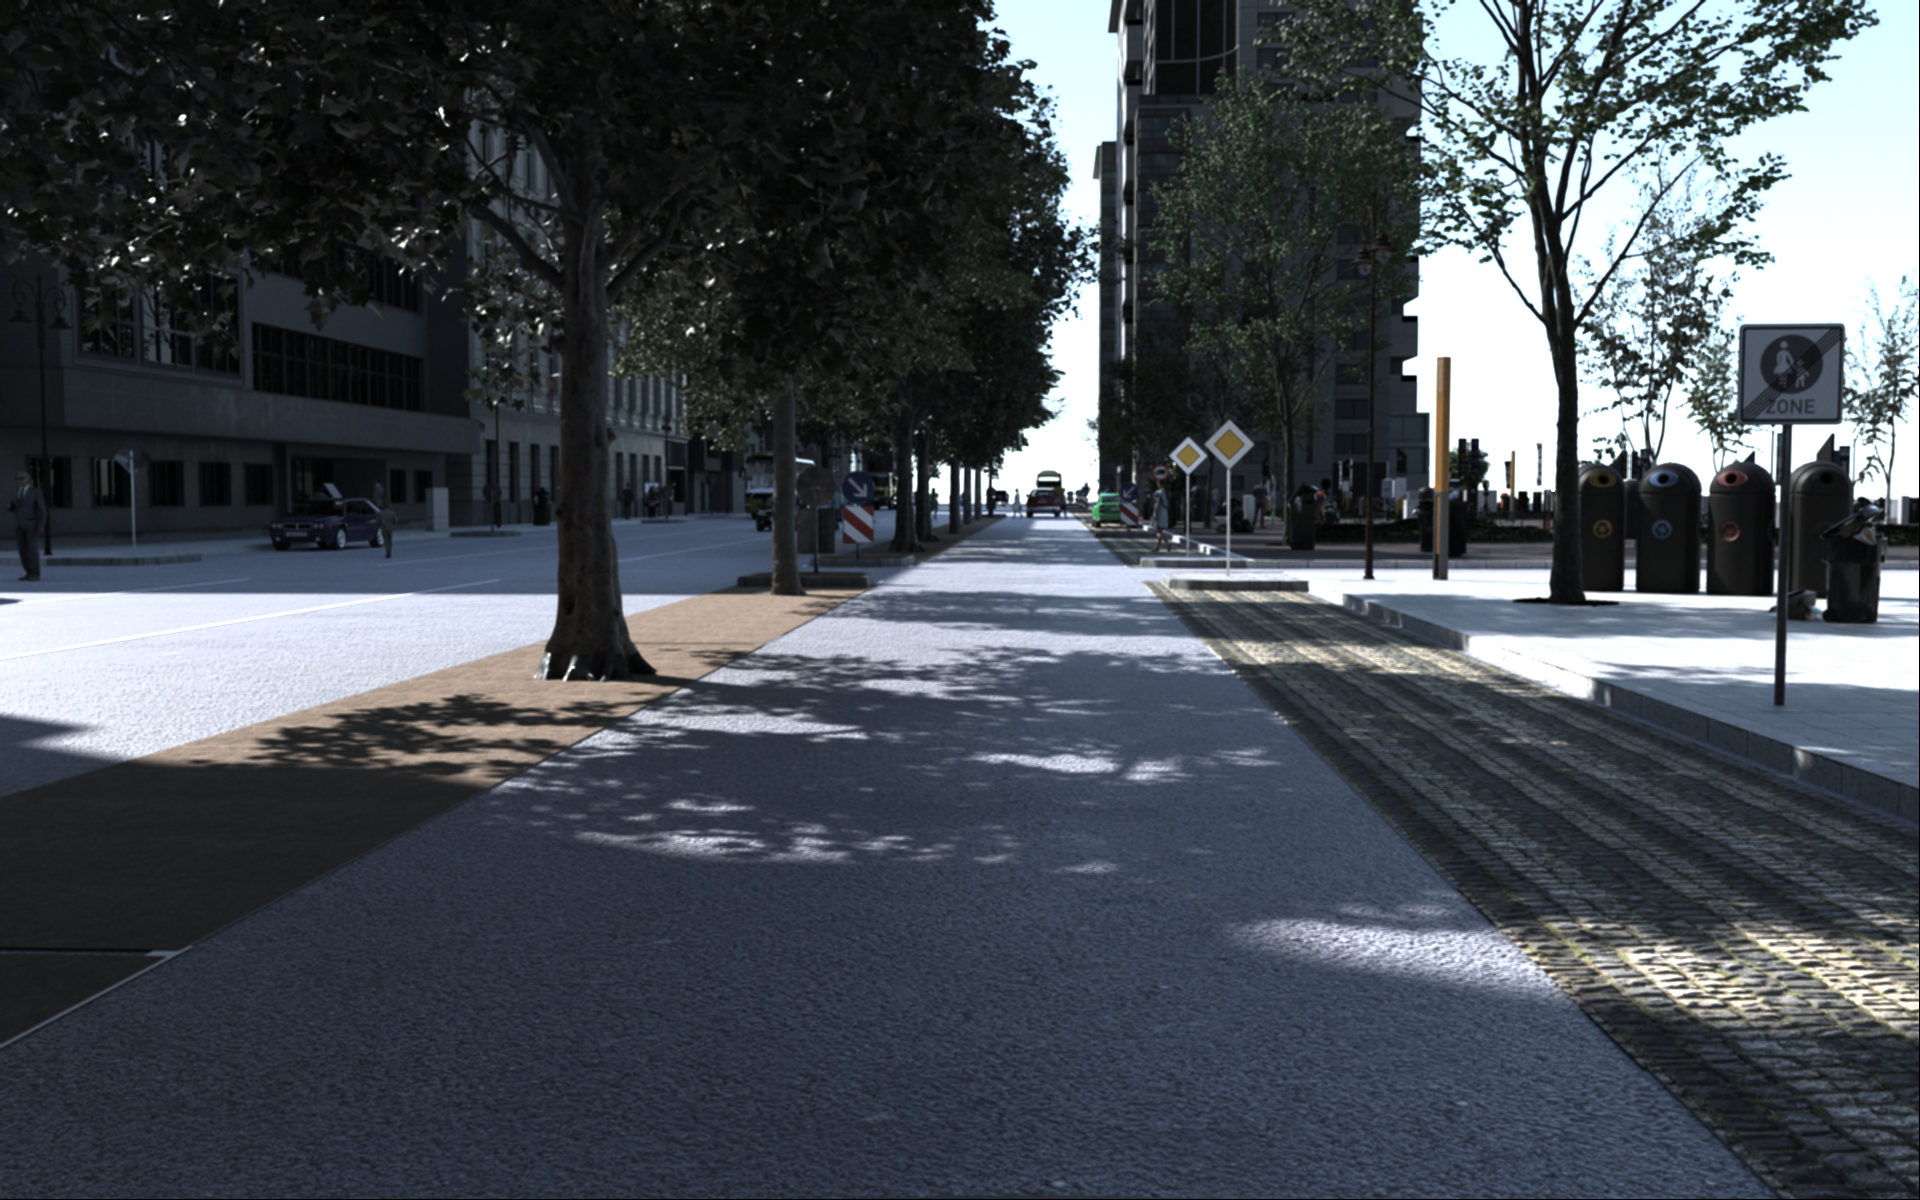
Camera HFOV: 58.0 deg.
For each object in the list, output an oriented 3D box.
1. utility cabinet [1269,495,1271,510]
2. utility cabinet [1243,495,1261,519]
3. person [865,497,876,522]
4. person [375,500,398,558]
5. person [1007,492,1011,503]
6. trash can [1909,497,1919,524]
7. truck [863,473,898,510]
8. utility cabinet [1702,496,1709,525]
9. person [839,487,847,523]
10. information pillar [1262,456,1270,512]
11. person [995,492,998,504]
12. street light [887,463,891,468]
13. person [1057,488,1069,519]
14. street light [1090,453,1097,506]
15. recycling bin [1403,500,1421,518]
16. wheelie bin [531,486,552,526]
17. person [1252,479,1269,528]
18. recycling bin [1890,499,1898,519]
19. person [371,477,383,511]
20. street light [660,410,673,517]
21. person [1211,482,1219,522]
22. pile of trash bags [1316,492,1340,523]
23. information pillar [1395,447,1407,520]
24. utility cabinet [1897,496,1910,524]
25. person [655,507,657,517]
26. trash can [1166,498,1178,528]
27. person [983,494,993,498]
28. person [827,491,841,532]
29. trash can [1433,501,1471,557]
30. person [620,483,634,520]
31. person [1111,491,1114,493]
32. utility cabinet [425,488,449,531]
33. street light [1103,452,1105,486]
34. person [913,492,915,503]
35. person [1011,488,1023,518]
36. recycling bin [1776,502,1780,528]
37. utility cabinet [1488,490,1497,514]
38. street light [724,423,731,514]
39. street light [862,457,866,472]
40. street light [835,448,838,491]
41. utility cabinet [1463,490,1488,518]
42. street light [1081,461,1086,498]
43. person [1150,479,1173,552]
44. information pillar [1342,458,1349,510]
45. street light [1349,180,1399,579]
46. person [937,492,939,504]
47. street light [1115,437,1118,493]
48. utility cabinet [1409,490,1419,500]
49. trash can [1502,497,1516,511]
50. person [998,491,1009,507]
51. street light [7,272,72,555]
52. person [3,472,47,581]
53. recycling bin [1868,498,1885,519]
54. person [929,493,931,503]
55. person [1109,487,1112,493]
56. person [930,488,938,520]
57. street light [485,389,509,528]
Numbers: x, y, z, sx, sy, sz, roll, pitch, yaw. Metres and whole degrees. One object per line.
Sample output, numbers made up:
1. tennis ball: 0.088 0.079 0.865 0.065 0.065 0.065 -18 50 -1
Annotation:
1. utility cabinet: 18.568 -5.817 106.269 0.306 1.237 1.020 -3 5 -43
2. utility cabinet: 14.862 -4.721 88.347 1.020 1.237 0.306 -3 5 -43
3. person: -4.613 -4.921 88.320 0.474 1.900 0.648 -3 5 -43
4. person: -12.902 -1.602 38.960 0.475 1.303 0.640 -2 4 -32
5. person: 7.485 -15.785 267.294 0.721 1.735 1.217 3 5 42
6. trash can: 41.490 -3.890 75.256 0.748 1.137 0.748 0 3 0
7. truck: -7.183 -9.916 158.043 3.469 3.379 9.791 0 4 4
8. utility cabinet: 31.274 -3.767 72.759 0.306 1.237 1.020 1 4 16
9. person: -5.993 -4.721 86.175 0.782 1.767 0.515 0 4 -5
10. information pillar: 18.171 -6.819 102.842 0.183 3.616 0.504 -3 5 -44
11. person: 5.067 -14.160 240.734 1.217 1.735 0.721 -1 4 -23
12. street light: -9.277 -15.493 226.104 0.468 5.910 1.993 0 4 3
13. person: 5.939 -5.600 100.240 0.728 1.800 0.709 0 4 -8
14. street light: 14.490 -13.028 185.793 0.468 5.910 1.993 0 4 3
15. recycling bin: 20.219 -3.960 77.302 0.722 1.027 0.722 0 4 2
16. wheelie bin: -17.029 -3.834 70.595 0.693 1.594 0.980 0 4 4
17. person: 11.299 -3.634 65.263 0.655 1.846 0.447 1 4 23
18. recycling bin: 47.746 -4.614 87.998 0.722 1.027 0.722 -2 4 -32
19. person: -18.353 -2.943 54.350 0.473 1.802 0.592 2 4 25
20. street light: -16.144 -7.498 95.381 0.468 5.910 1.993 0 4 3
21. person: 11.444 -4.429 78.474 0.555 1.821 0.388 -1 4 -11
22. pile of trash bags: 12.209 -3.042 59.489 1.912 1.369 3.447 1 4 16
23. information pillar: 21.973 -5.806 86.285 0.504 3.616 0.183 1 4 9
24. utility cabinet: 40.037 -3.812 73.487 0.306 1.237 1.020 1 4 20
25. person: -16.823 -5.437 95.277 0.599 1.781 0.374 0 4 -2
26. trash can: 7.936 -3.322 65.969 0.748 1.137 0.748 0 3 0
27. person: 3.823 -14.032 238.060 1.348 1.807 0.705 1 4 21
28. person: -4.750 -3.519 66.053 0.620 1.820 0.660 2 4 31
29. trash can: 10.068 -1.458 35.491 0.748 1.137 0.748 0 3 0
30. person: -16.760 -4.981 87.262 0.659 1.850 0.755 0 4 -5
31. person: 13.047 -8.831 150.457 1.348 1.821 0.705 2 4 33
32. utility cabinet: -18.185 -3.151 60.195 0.318 1.500 1.173 1 4 9
33. street light: 13.003 -11.237 156.520 0.468 5.910 1.993 0 4 3
34. person: -6.449 -14.128 240.434 0.436 1.711 0.756 1 4 20
35. person: 3.363 -5.670 101.559 0.624 1.780 0.694 3 4 36
36. recycling bin: 25.560 -2.538 54.055 0.722 1.027 0.722 -3 4 -38
37. utility cabinet: 28.409 -5.197 93.656 1.173 1.500 0.318 0 4 4
38. street light: -15.157 -8.555 112.668 0.468 5.910 1.993 0 4 3
39. street light: -10.828 -13.691 196.642 0.468 5.910 1.993 0 4 3
40. street light: -12.218 -12.169 171.757 0.468 5.910 1.993 0 4 3
41. utility cabinet: 27.033 -5.041 91.091 1.173 1.500 0.318 -1 4 -21
42. street light: 17.257 -16.265 238.721 0.468 5.910 1.993 0 4 3
43. person: 5.050 -2.103 42.986 0.616 1.811 0.778 -2 4 -32
44. information pillar: 24.373 -7.207 109.185 0.504 3.616 0.183 2 4 24
45. street light: 6.163 -3.250 25.929 0.468 5.910 1.993 0 4 3
46. person: -3.273 -14.573 247.447 0.721 1.739 1.217 1 4 22
47. street light: 11.499 -9.447 127.248 0.468 5.910 1.993 0 4 3
48. utility cabinet: 26.076 -5.468 98.079 1.173 1.500 0.318 2 4 35
49. trash can: 27.893 -4.668 87.983 0.748 1.137 0.748 0 3 0
50. person: 4.817 -11.230 192.130 1.348 1.822 0.705 1 4 20
51. street light: -19.164 -3.879 36.216 0.468 5.910 1.993 0 4 3
52. person: -15.486 -1.222 28.652 0.661 1.801 0.590 0 4 3
53. recycling bin: 47.327 -4.695 89.322 0.722 1.027 0.722 -1 4 -13
54. person: -1.748 -4.853 88.040 0.606 1.804 0.583 0 4 -8
55. person: 12.615 -8.518 144.937 0.705 1.869 1.348 0 4 4
56. person: -1.485 -5.351 96.240 0.529 1.795 0.600 0 4 2
57. street light: -17.652 -5.708 66.109 0.468 5.910 1.993 0 4 3
